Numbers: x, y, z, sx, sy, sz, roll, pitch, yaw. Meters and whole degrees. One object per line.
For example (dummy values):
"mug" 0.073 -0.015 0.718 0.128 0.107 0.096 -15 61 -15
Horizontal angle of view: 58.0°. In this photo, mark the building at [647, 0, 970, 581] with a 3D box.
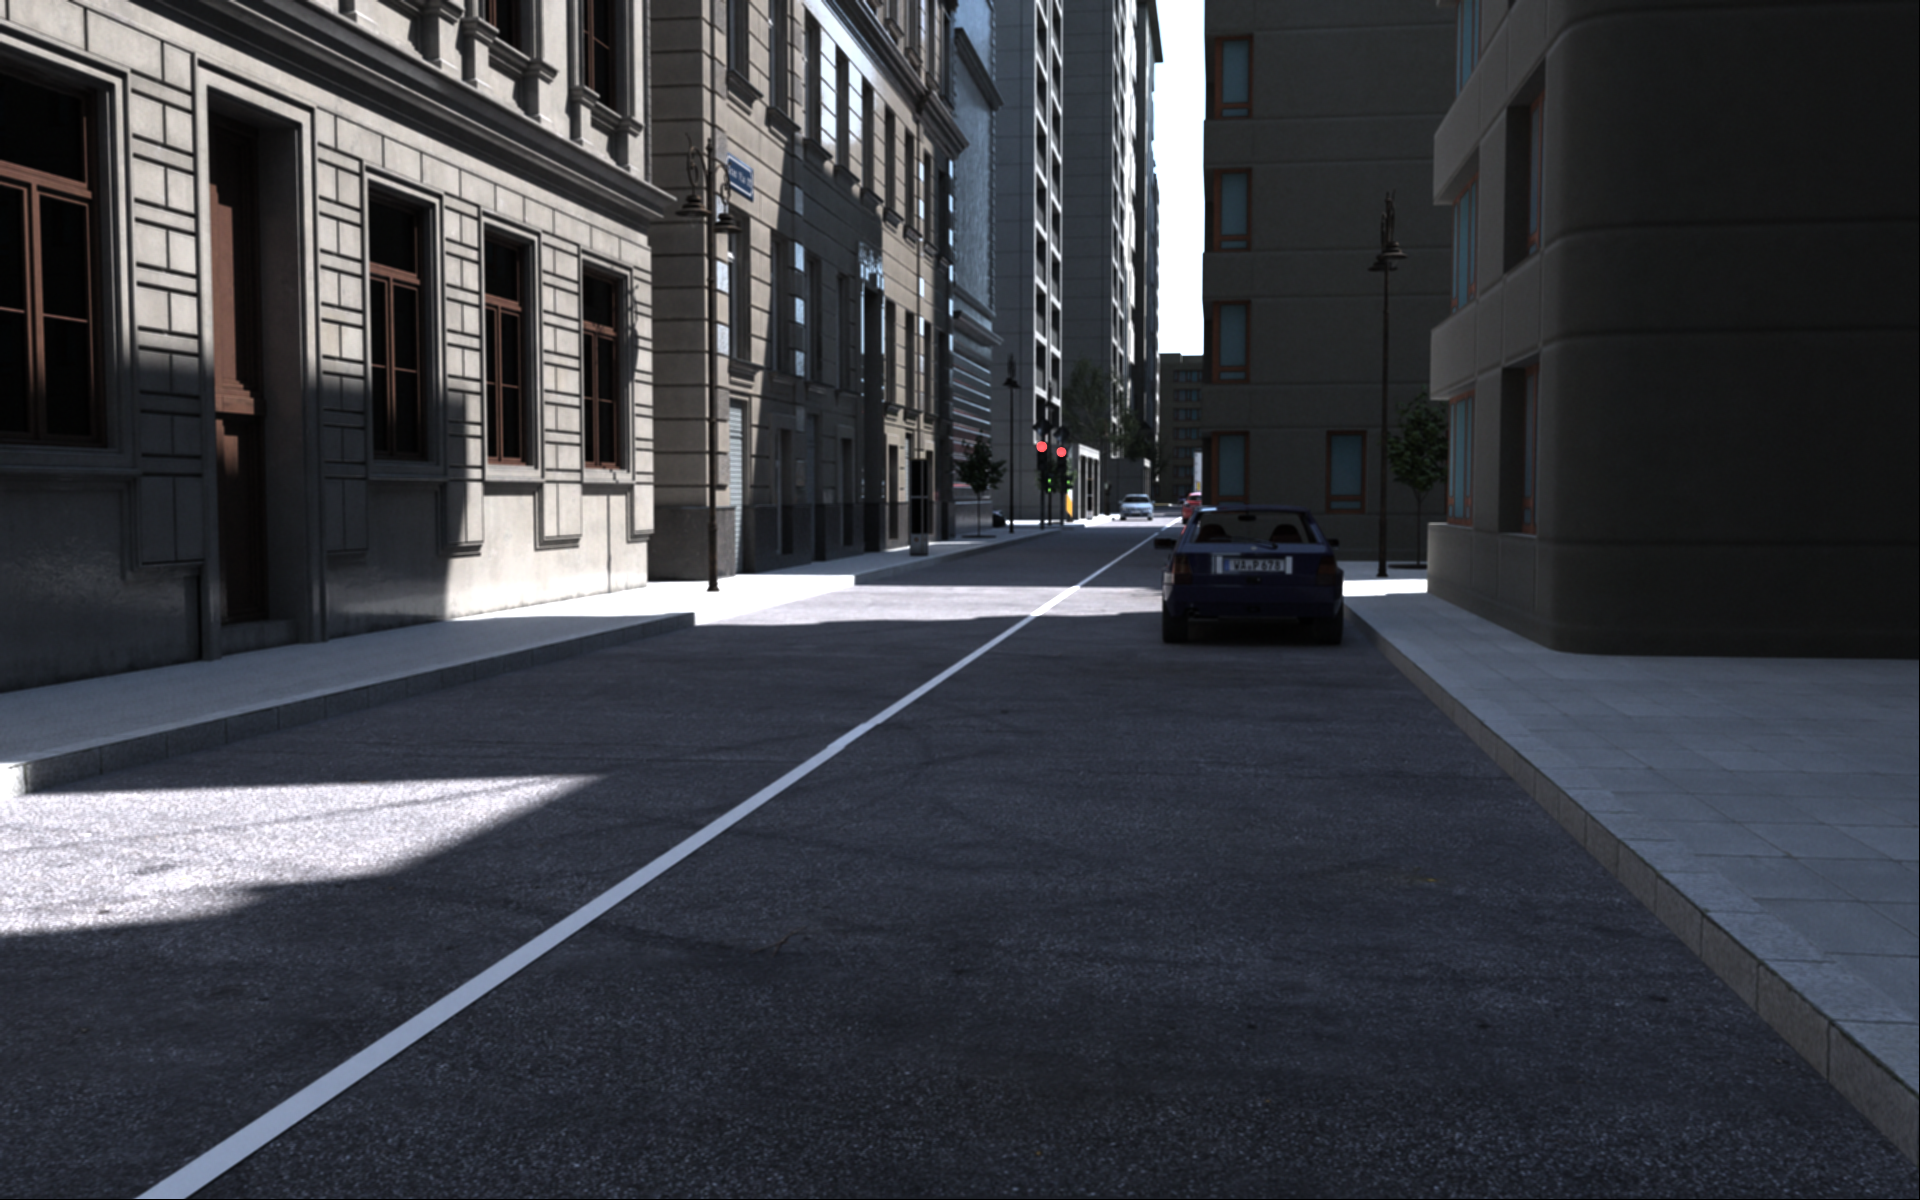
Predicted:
"building" -7.480 -14.687 37.389 12.463 27.353 25.104 1 4 8

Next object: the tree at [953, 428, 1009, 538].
"tree" 0.683 -3.454 51.070 1.663 3.219 1.824 0 3 0

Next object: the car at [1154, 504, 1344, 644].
"car" 2.976 -0.328 17.945 1.945 1.354 3.894 0 4 8

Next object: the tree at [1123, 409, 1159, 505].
"tree" 13.743 -11.733 142.198 4.737 8.622 4.395 0 3 0

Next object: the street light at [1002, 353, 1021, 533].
"street light" 1.698 -5.144 56.892 0.468 5.910 1.993 1 4 8

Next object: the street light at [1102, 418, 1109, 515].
"street light" 8.808 -8.079 104.883 0.468 5.910 1.993 1 4 8

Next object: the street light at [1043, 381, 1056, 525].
"street light" 3.669 -5.989 70.703 0.468 5.910 1.993 1 4 8

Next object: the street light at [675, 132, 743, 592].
"street light" -3.251 -3.049 22.641 0.468 5.910 1.993 1 4 8

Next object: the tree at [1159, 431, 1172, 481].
"tree" 22.729 -15.438 202.770 4.737 8.622 4.395 0 3 0

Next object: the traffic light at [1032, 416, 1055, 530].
"traffic light" 2.995 -4.499 62.483 0.839 4.253 0.868 1 4 8

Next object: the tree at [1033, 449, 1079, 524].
"tree" 3.994 -4.842 73.776 1.663 3.219 1.824 0 3 0

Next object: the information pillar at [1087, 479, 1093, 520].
"information pillar" 6.329 -4.888 84.409 0.304 2.012 0.304 0 4 8

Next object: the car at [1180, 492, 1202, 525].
"car" 11.558 -4.509 82.768 2.155 1.783 4.494 1 4 9

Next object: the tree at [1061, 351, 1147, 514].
"tree" 8.751 -10.929 113.102 7.601 10.594 8.767 1 4 12

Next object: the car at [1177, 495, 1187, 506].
"car" 27.986 -12.426 215.738 1.945 1.354 3.894 0 4 7

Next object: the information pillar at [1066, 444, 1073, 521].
"information pillar" 5.093 -5.471 80.797 0.183 3.616 0.504 2 4 32

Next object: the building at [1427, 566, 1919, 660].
"building" 17.670 -9.827 5.708 27.650 21.520 28.899 1 4 8

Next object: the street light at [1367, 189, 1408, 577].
"street light" 6.538 -3.293 26.634 0.468 5.910 1.993 1 4 8

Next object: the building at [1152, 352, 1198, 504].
"building" 19.759 -24.339 242.977 28.899 21.520 27.650 1 4 8

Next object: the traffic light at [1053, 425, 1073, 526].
"traffic light" 4.164 -4.982 70.383 0.839 4.253 0.868 1 4 8

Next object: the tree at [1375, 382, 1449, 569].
"tree" 8.083 -2.160 29.924 1.663 3.219 1.824 0 3 0

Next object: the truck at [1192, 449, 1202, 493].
"truck" 16.455 -7.553 112.405 2.839 4.237 11.283 0 4 8

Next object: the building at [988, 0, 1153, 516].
"building" 3.832 -42.100 126.586 20.563 71.187 20.611 1 4 8

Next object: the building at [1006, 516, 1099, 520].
"building" -2.798 -40.102 93.919 20.563 71.187 20.611 1 4 8

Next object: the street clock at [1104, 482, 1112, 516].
"street clock" 8.637 -5.901 101.059 0.358 2.002 0.471 -2 4 -25

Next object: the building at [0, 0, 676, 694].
"building" -10.613 -10.890 14.209 11.583 22.565 21.152 1 4 8

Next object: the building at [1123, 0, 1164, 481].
"building" 7.029 -36.549 186.813 28.713 52.752 27.495 1 4 8

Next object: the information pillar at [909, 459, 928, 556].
"information pillar" -0.853 -1.929 36.026 0.304 2.012 0.304 1 4 21

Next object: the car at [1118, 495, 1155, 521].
"car" 9.708 -5.082 95.085 2.014 1.417 4.499 0 4 7

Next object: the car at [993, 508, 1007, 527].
"car" -0.281 -3.541 67.680 4.222 1.686 2.009 1 4 8

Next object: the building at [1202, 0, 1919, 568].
"building" 20.420 -12.237 45.110 27.650 21.520 28.899 1 4 8

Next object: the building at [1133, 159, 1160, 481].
"building" 17.573 -32.434 213.887 14.086 41.232 14.154 1 4 8

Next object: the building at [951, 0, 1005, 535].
"building" -8.658 -14.057 58.717 19.941 23.489 11.050 1 4 8

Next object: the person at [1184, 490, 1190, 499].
"person" 26.817 -11.929 203.166 0.705 1.869 1.348 -3 5 -43
